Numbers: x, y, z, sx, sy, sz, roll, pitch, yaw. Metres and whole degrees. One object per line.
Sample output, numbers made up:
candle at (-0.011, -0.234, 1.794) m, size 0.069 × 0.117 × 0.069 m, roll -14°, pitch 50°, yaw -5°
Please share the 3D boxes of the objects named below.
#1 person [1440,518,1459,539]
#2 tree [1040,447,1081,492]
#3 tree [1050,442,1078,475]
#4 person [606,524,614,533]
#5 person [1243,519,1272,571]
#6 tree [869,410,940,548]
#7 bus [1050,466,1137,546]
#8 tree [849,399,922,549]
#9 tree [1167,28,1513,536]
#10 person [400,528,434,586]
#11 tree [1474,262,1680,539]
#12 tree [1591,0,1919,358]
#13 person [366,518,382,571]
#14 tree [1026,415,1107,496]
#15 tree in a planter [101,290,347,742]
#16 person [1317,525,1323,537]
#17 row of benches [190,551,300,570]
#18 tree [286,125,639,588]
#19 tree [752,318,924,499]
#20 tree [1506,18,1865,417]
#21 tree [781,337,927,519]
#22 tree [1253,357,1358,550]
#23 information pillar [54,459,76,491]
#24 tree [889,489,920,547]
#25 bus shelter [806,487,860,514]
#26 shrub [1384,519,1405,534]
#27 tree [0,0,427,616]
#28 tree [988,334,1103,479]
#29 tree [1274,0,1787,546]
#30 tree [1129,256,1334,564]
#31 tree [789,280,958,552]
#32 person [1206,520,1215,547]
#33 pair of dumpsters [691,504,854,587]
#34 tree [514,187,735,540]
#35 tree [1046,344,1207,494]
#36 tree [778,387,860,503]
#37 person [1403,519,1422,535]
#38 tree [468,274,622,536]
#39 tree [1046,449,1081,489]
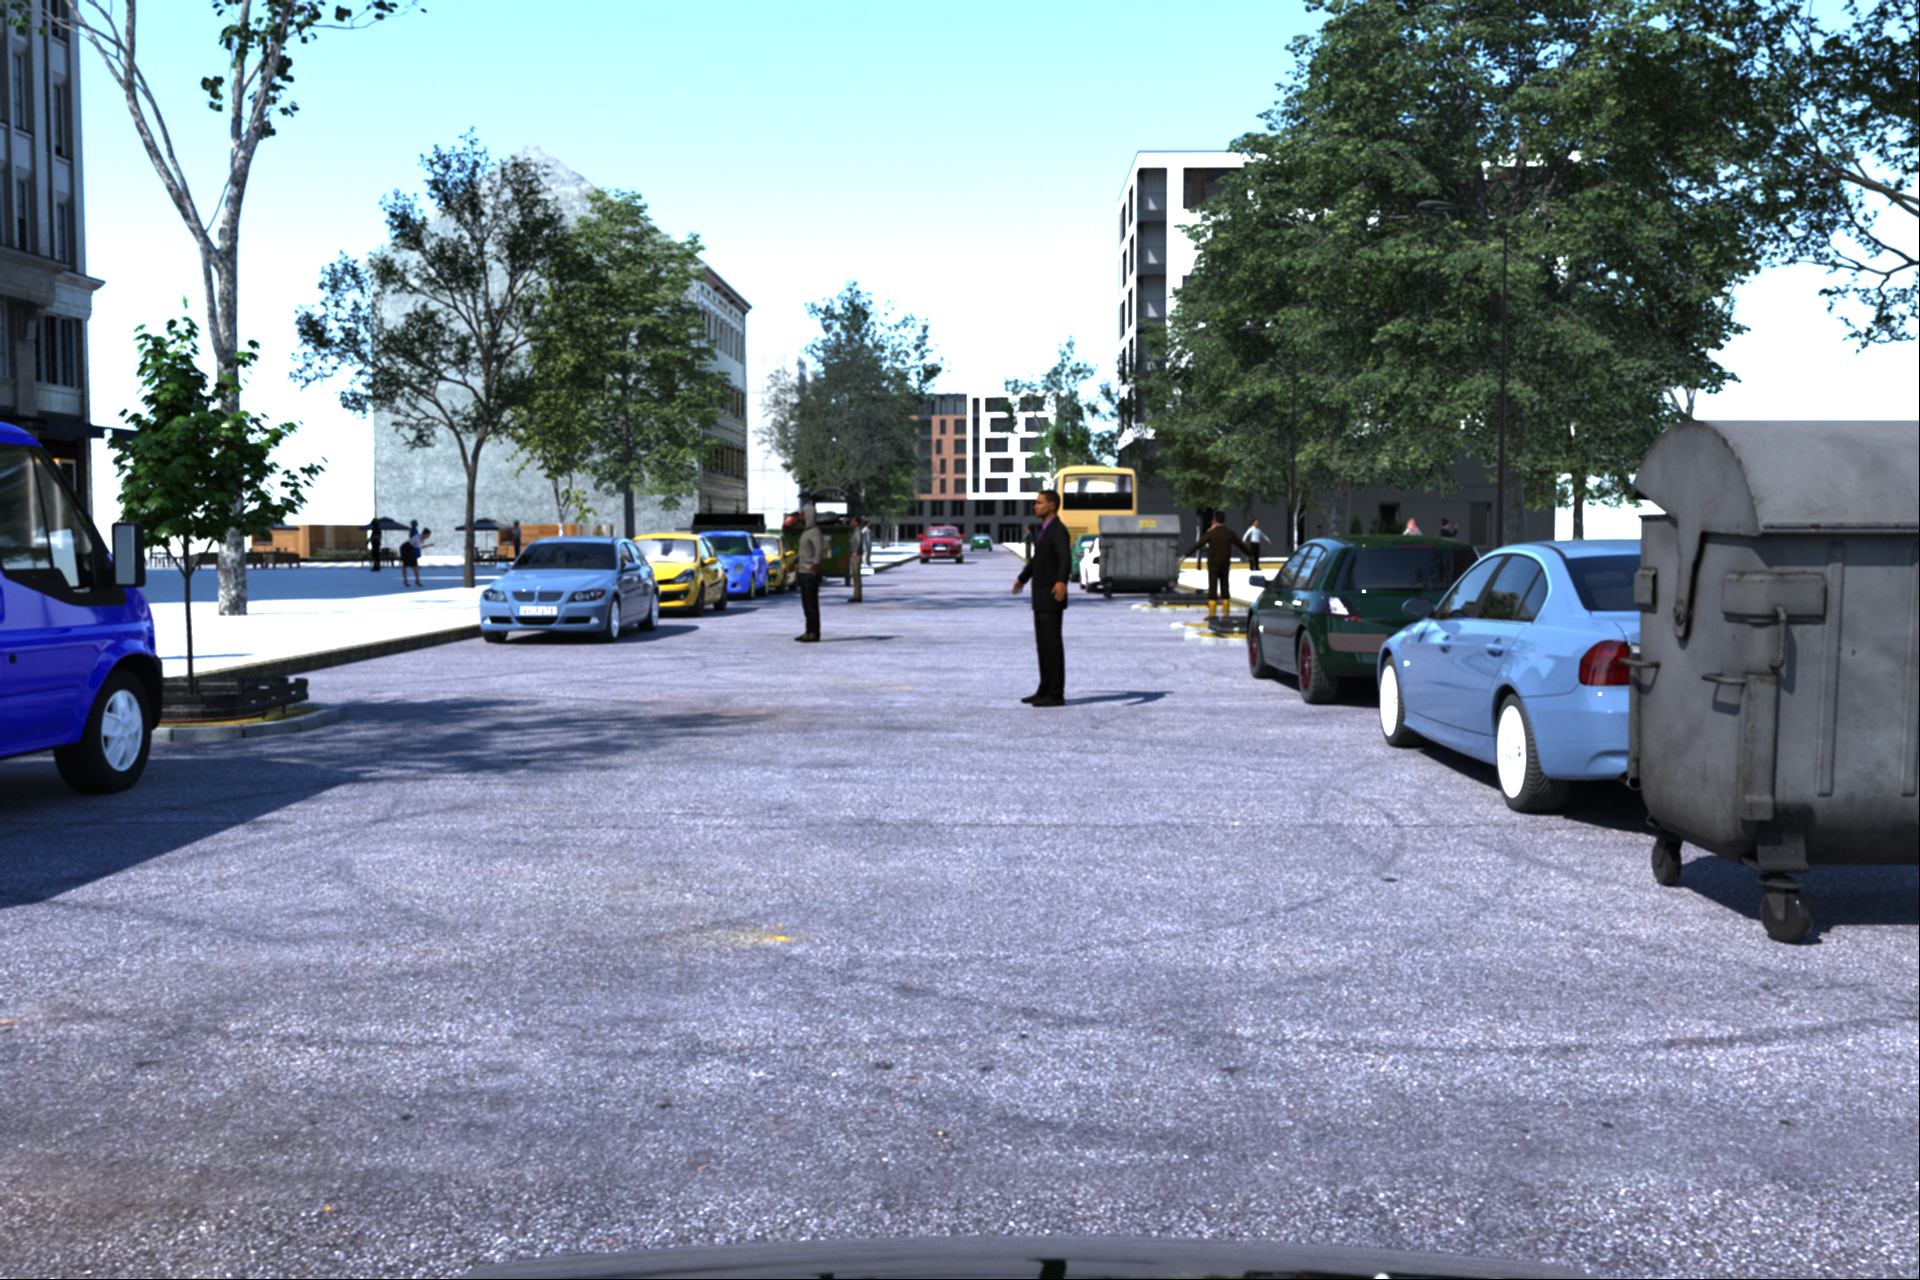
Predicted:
person at (13.739, -2.549, 48.517) m, size 0.445 × 1.727 × 0.742 m, roll -3°, pitch 4°, yaw -37°
tree at (8.699, -11.498, 138.360) m, size 4.360 × 8.622 × 3.978 m, roll 0°, pitch 3°, yaw 0°
tree at (8.724, -11.048, 130.999) m, size 4.737 × 8.622 × 4.395 m, roll 0°, pitch 3°, yaw 0°
person at (-19.278, -5.448, 94.859) m, size 0.705 × 1.856 × 1.354 m, roll 1°, pitch 4°, yaw 11°
person at (10.247, -3.296, 60.043) m, size 1.344 × 1.810 × 0.704 m, roll -2°, pitch 4°, yaw -34°
tree at (-6.607, -15.233, 159.429) m, size 12.009 × 13.543 × 11.850 m, roll 0°, pitch 3°, yaw 0°
bus at (4.540, -4.270, 61.356) m, size 2.896 × 3.916 × 12.252 m, roll 0°, pitch 4°, yaw 1°
tree at (-6.668, -13.822, 144.110) m, size 7.486 × 12.596 × 7.792 m, roll 0°, pitch 3°, yaw 0°
tree at (10.110, -8.489, 45.449) m, size 9.857 × 13.997 × 8.962 m, roll 0°, pitch 3°, yaw 0°
person at (-13.305, -2.032, 42.447) m, size 0.799 × 1.438 × 0.628 m, roll -1°, pitch 4°, yaw -21°
tree at (28.139, -10.534, 78.893) m, size 9.857 × 13.997 × 8.962 m, roll 0°, pitch 3°, yaw 0°
tree at (10.025, -5.022, 16.516) m, size 8.767 × 10.594 × 7.601 m, roll 3°, pitch 4°, yaw 38°
person at (-20.248, -3.306, 59.914) m, size 0.704 × 1.845 × 1.351 m, roll -2°, pitch 4°, yaw -34°
tree at (9.379, -13.869, 152.520) m, size 9.928 × 11.665 × 9.643 m, roll 0°, pitch 3°, yaw 0°
tree in a planter at (-5.754, -0.956, 12.855) m, size 1.991 × 3.239 × 1.994 m, roll 0°, pitch 4°, yaw 1°
person at (17.339, -4.663, 83.047) m, size 0.721 × 1.733 × 1.217 m, roll 0°, pitch 4°, yaw 1°
row of benches at (-26.273, -2.939, 63.514) m, size 1.422 × 0.672 × 4.104 m, roll 3°, pitch 4°, yaw 39°
tree at (-11.646, -6.486, 40.453) m, size 8.767 × 10.594 × 7.601 m, roll 0°, pitch 4°, yaw -5°
tree at (-7.063, -11.493, 98.279) m, size 12.009 × 13.543 × 11.850 m, roll 0°, pitch 3°, yaw 0°
tree at (25.938, -12.796, 65.107) m, size 12.611 × 20.169 × 13.585 m, roll 0°, pitch 3°, yaw 0°
tree at (-7.015, -12.600, 112.667) m, size 9.857 × 13.997 × 8.962 m, roll 0°, pitch 3°, yaw 0°
tree at (12.562, -7.008, 64.940) m, size 4.360 × 8.622 × 3.978 m, roll 0°, pitch 3°, yaw 0°
information pillar at (-8.923, -0.770, 17.085) m, size 0.304 × 2.012 × 0.304 m, roll 0°, pitch 4°, yaw 2°
tree at (-6.344, -13.356, 168.732) m, size 4.360 × 8.622 × 3.978 m, roll 0°, pitch 3°, yaw 0°
bus shelter at (-5.586, -5.074, 76.885) m, size 2.014 × 3.302 × 5.546 m, roll 0°, pitch 3°, yaw 0°
shrub at (20.297, -4.667, 80.730) m, size 1.690 × 2.028 × 1.600 m, roll 0°, pitch 3°, yaw 0°
tree at (-12.895, -10.480, 27.231) m, size 12.611 × 20.169 × 13.585 m, roll 0°, pitch 3°, yaw 0°
tree at (8.974, -19.005, 166.628) m, size 12.611 × 20.169 × 13.585 m, roll 0°, pitch 3°, yaw 0°
tree at (10.261, -7.672, 32.088) m, size 9.857 × 13.997 × 8.962 m, roll 0°, pitch 3°, yaw 0°
tree at (12.448, -10.309, 75.211) m, size 9.857 × 13.997 × 8.962 m, roll 0°, pitch 3°, yaw 0°
tree at (-6.545, -16.609, 127.447) m, size 12.611 × 20.169 × 13.585 m, roll 0°, pitch 3°, yaw 0°
person at (8.940, -3.273, 60.081) m, size 0.750 × 1.759 × 0.617 m, roll -1°, pitch 4°, yaw -8°
pair of dumpsters at (-5.081, -2.587, 47.242) m, size 4.436 × 2.255 × 1.574 m, roll 0°, pitch 4°, yaw 1°
tree at (-11.346, -8.531, 57.609) m, size 7.486 × 12.596 × 7.792 m, roll 0°, pitch 3°, yaw 0°
tree at (8.354, -9.279, 86.129) m, size 8.767 × 10.594 × 7.601 m, roll 1°, pitch 4°, yaw 10°
tree at (-7.244, -8.359, 87.030) m, size 4.360 × 8.622 × 3.978 m, roll 0°, pitch 3°, yaw 0°
person at (15.583, -3.284, 59.840) m, size 1.347 × 1.811 × 0.704 m, roll -2°, pitch 4°, yaw -28°
tree at (-11.294, -5.990, 48.303) m, size 4.737 × 8.622 × 4.395 m, roll 0°, pitch 3°, yaw 0°
tree at (8.583, -11.906, 145.027) m, size 4.360 × 8.622 × 3.978 m, roll 0°, pitch 3°, yaw 0°
